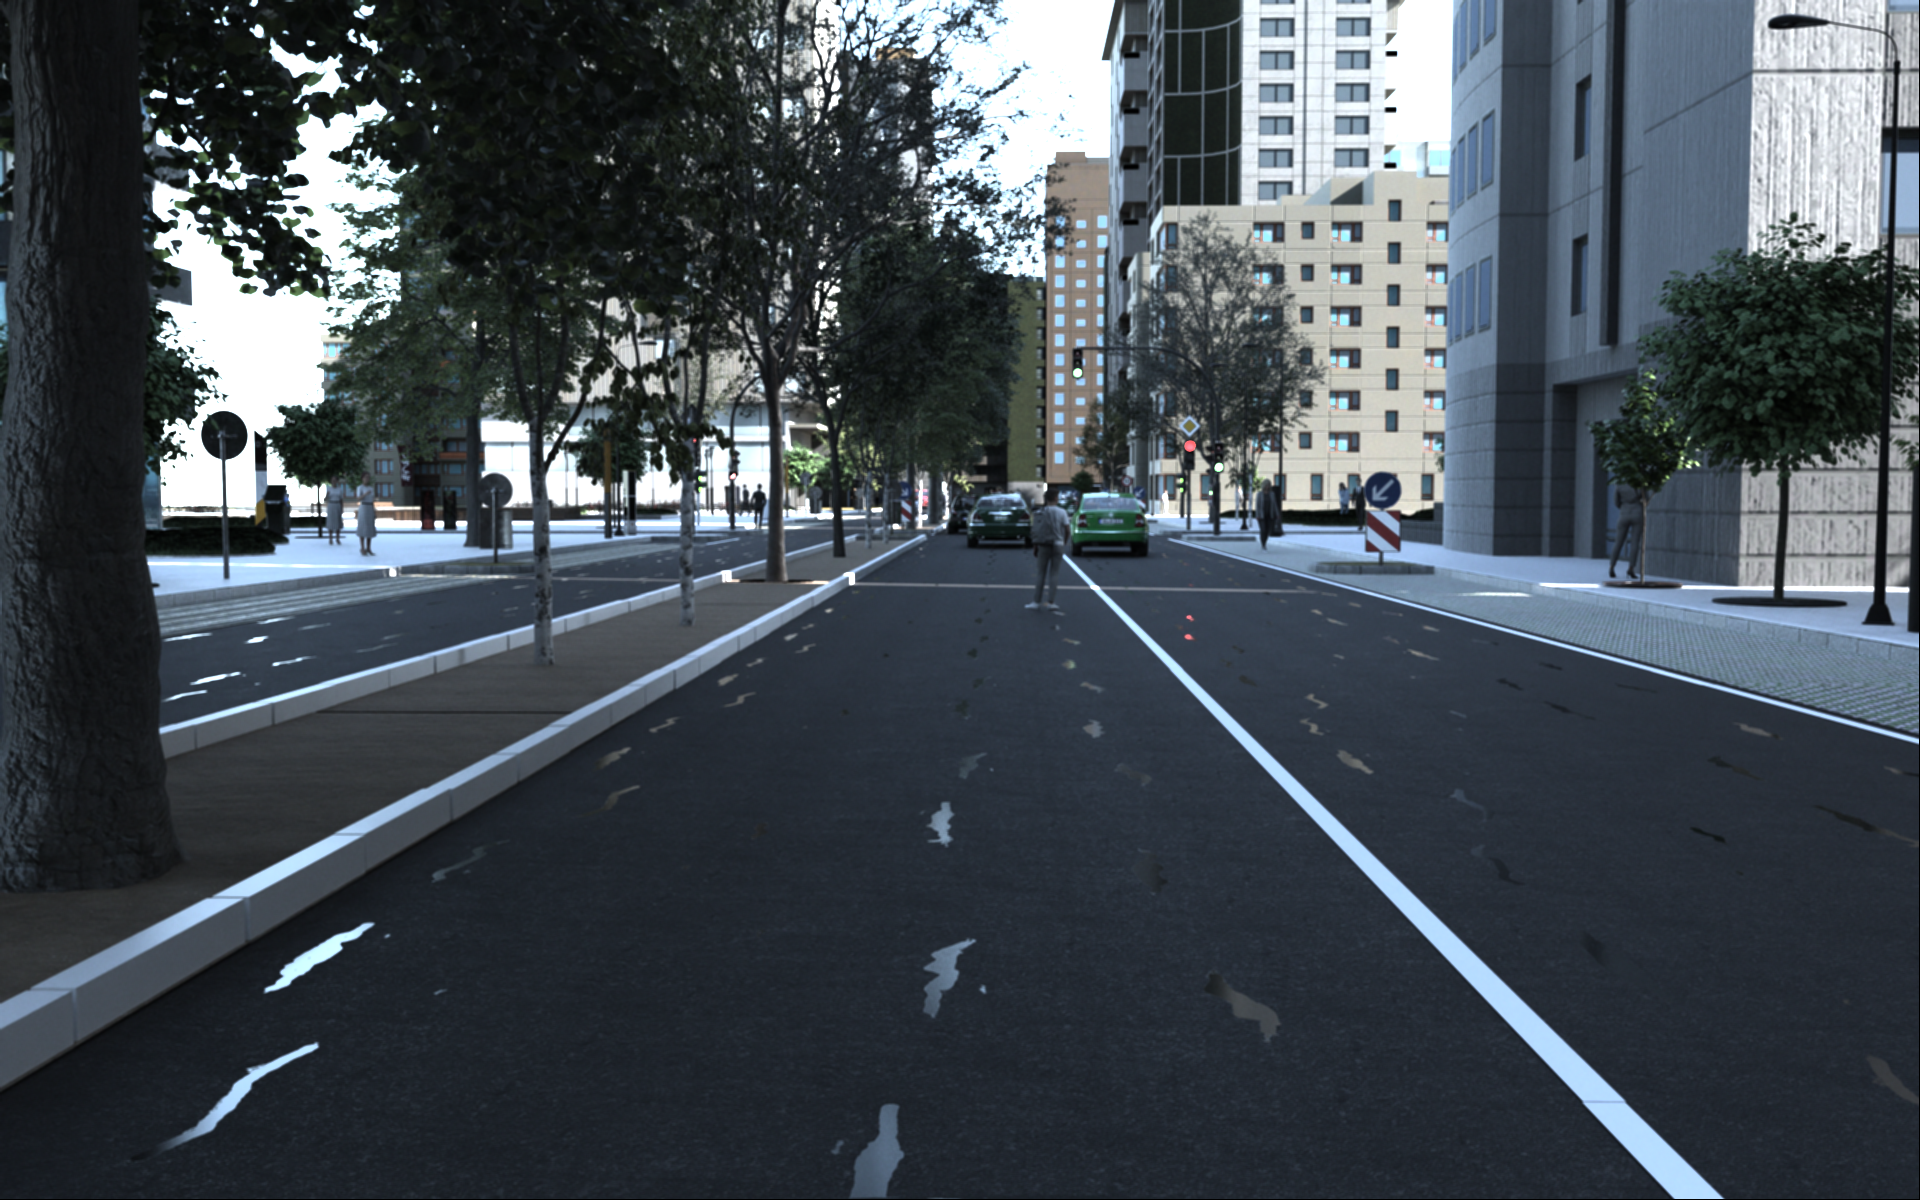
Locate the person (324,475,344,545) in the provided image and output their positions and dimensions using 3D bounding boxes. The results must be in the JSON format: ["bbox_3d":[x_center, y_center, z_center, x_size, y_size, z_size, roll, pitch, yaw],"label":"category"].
[{"bbox_3d":[-15.905,-2.289,44.036,0.480,1.755,0.524,-2,4,-33],"label":"person"}]

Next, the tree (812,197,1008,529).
[{"bbox_3d":[-1.969,-8.873,65.662,7.486,12.596,7.792,0,3,0],"label":"tree"}]

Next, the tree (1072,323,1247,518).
[{"bbox_3d":[11.762,-9.690,92.845,8.767,10.594,7.601,3,4,36],"label":"tree"}]

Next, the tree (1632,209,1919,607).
[{"bbox_3d":[9.527,-2.229,20.166,4.285,4.588,4.351,0,3,0],"label":"tree"}]

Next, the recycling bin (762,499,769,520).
[{"bbox_3d":[-9.458,-4.477,85.754,0.722,1.027,0.722,1,4,14],"label":"recycling bin"}]

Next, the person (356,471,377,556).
[{"bbox_3d":[-12.355,-1.809,36.190,0.524,1.755,0.480,2,4,25],"label":"person"}]

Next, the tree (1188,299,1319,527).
[{"bbox_3d":[11.373,-7.098,66.412,4.360,8.622,3.978,0,3,0],"label":"tree"}]

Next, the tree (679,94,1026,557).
[{"bbox_3d":[-2.694,-6.255,39.146,8.767,10.594,7.601,0,4,1],"label":"tree"}]

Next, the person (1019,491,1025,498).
[{"bbox_3d":[6.405,-10.714,184.358,1.217,1.739,0.721,2,4,27],"label":"person"}]

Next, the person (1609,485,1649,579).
[{"bbox_3d":[10.199,-1.228,26.389,0.520,1.790,0.573,1,4,14],"label":"person"}]

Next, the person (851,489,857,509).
[{"bbox_3d":[-8.869,-8.622,147.538,1.217,1.766,0.721,3,5,42],"label":"person"}]

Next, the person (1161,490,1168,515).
[{"bbox_3d":[12.341,-5.835,104.045,0.523,1.515,0.503,0,4,0],"label":"person"}]

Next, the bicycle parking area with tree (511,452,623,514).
[{"bbox_3d":[-25.607,-7.821,114.870,9.016,4.147,8.231,0,4,-6],"label":"bicycle parking area with tree"}]

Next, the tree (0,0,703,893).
[{"bbox_3d":[-3.330,-5.938,6.199,9.857,13.997,8.962,0,3,0],"label":"tree"}]

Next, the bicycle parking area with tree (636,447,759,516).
[{"bbox_3d":[-16.314,-7.757,113.824,9.016,4.147,8.231,0,4,7],"label":"bicycle parking area with tree"}]

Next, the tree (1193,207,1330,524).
[{"bbox_3d":[10.879,-10.079,75.161,12.009,13.543,11.850,0,3,0],"label":"tree"}]

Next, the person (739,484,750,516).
[{"bbox_3d":[-12.515,-5.789,100.475,0.755,1.850,0.659,2,4,28],"label":"person"}]

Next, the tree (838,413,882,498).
[{"bbox_3d":[-9.165,-11.243,134.177,4.737,8.622,4.395,0,3,0],"label":"tree"}]

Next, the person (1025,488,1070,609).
[{"bbox_3d":[1.084,-0.637,21.514,0.503,1.515,0.523,-2,4,-26],"label":"person"}]

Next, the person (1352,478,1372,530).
[{"bbox_3d":[14.174,-3.398,61.374,0.659,1.850,0.755,2,4,34],"label":"person"}]

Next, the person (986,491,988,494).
[{"bbox_3d":[2.922,-10.833,186.176,0.434,1.755,0.990,-2,4,-27],"label":"person"}]

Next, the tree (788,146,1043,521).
[{"bbox_3d":[-2.303,-14.365,93.208,12.611,20.169,13.585,0,3,0],"label":"tree"}]

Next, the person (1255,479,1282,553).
[{"bbox_3d":[7.537,-2.058,42.331,0.709,1.800,0.728,-1,4,-8],"label":"person"}]

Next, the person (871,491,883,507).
[{"bbox_3d":[-8.390,-10.338,175.072,1.348,1.823,0.705,-2,4,-29],"label":"person"}]

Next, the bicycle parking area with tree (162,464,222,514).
[{"bbox_3d":[-46.340,-6.869,99.308,9.016,4.147,8.231,0,4,5],"label":"bicycle parking area with tree"}]

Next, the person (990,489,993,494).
[{"bbox_3d":[2.407,-7.406,129.948,0.624,1.780,0.694,0,4,-5],"label":"person"}]

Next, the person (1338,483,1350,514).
[{"bbox_3d":[17.123,-4.338,77.228,0.793,1.790,0.793,2,4,30],"label":"person"}]

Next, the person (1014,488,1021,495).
[{"bbox_3d":[3.999,-6.775,119.147,0.514,1.842,0.818,-3,4,-36],"label":"person"}]

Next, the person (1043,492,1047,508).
[{"bbox_3d":[8.646,-9.974,172.377,0.742,1.727,0.445,1,4,10],"label":"person"}]

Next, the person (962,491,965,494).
[{"bbox_3d":[0.351,-9.723,168.142,0.551,1.740,0.621,-1,4,-21],"label":"person"}]

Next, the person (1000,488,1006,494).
[{"bbox_3d":[3.047,-7.222,126.386,0.655,1.846,0.447,-1,4,-22],"label":"person"}]

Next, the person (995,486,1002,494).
[{"bbox_3d":[1.858,-4.495,82.212,0.641,1.798,0.478,-2,4,-30],"label":"person"}]

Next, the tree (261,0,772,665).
[{"bbox_3d":[-3.442,-3.740,13.975,4.737,8.622,4.395,0,3,0],"label":"tree"}]

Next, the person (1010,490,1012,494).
[{"bbox_3d":[4.288,-8.013,140.319,0.742,1.727,0.445,1,4,9],"label":"person"}]

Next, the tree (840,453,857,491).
[{"bbox_3d":[-9.154,-8.876,128.836,4.285,4.588,4.351,0,3,0],"label":"tree"}]

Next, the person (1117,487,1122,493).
[{"bbox_3d":[9.030,-5.452,97.652,0.388,1.821,0.555,2,4,33],"label":"person"}]

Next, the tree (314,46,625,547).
[{"bbox_3d":[-11.472,-7.581,42.075,7.486,12.596,7.792,0,3,0],"label":"tree"}]

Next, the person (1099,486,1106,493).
[{"bbox_3d":[6.913,-4.625,83.985,0.638,1.841,0.748,0,4,3],"label":"person"}]

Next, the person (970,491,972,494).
[{"bbox_3d":[1.186,-11.305,194.052,1.217,1.743,0.721,2,4,24],"label":"person"}]

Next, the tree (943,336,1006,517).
[{"bbox_3d":[-0.714,-11.095,109.611,9.928,11.665,9.643,0,3,0],"label":"tree"}]

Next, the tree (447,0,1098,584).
[{"bbox_3d":[-2.937,-7.008,27.405,12.009,13.543,11.850,0,3,0],"label":"tree"}]

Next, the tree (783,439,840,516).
[{"bbox_3d":[-9.690,-7.323,103.444,4.285,4.588,4.351,0,3,0],"label":"tree"}]

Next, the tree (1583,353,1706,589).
[{"bbox_3d":[9.400,-1.800,24.038,1.663,3.219,1.824,0,3,0],"label":"tree"}]

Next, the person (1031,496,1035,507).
[{"bbox_3d":[5.743,-7.542,136.496,0.352,1.250,0.332,1,4,10],"label":"person"}]

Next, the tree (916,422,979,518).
[{"bbox_3d":[-0.748,-9.141,102.283,4.737,8.622,4.395,0,3,0],"label":"tree"}]

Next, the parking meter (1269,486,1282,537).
[{"bbox_3d":[9.473,-2.667,52.019,0.372,1.533,0.369,0,3,0],"label":"parking meter"}]

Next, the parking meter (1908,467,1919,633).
[{"bbox_3d":[9.019,-0.467,16.049,0.372,1.533,0.369,0,3,0],"label":"parking meter"}]

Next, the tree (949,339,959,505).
[{"bbox_3d":[-2.136,-5.926,49.716,4.360,8.622,3.978,0,3,0],"label":"tree"}]

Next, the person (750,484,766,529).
[{"bbox_3d":[-8.094,-3.743,69.476,0.659,1.850,0.755,-1,4,-8],"label":"person"}]

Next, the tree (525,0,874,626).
[{"bbox_3d":[-2.967,-4.033,18.754,4.360,8.622,3.978,0,3,0],"label":"tree"}]

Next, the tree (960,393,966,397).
[{"bbox_3d":[-1.715,-7.360,73.154,4.360,8.622,3.978,0,3,0],"label":"tree"}]

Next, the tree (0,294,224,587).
[{"bbox_3d":[-11.707,-2.440,23.616,4.285,4.588,4.351,0,3,0],"label":"tree"}]

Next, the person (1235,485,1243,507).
[{"bbox_3d":[16.431,-5.846,101.810,0.709,1.800,0.728,-2,4,-30],"label":"person"}]

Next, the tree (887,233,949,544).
[{"bbox_3d":[-2.402,-5.654,45.269,4.360,8.622,3.978,0,3,0],"label":"tree"}]
